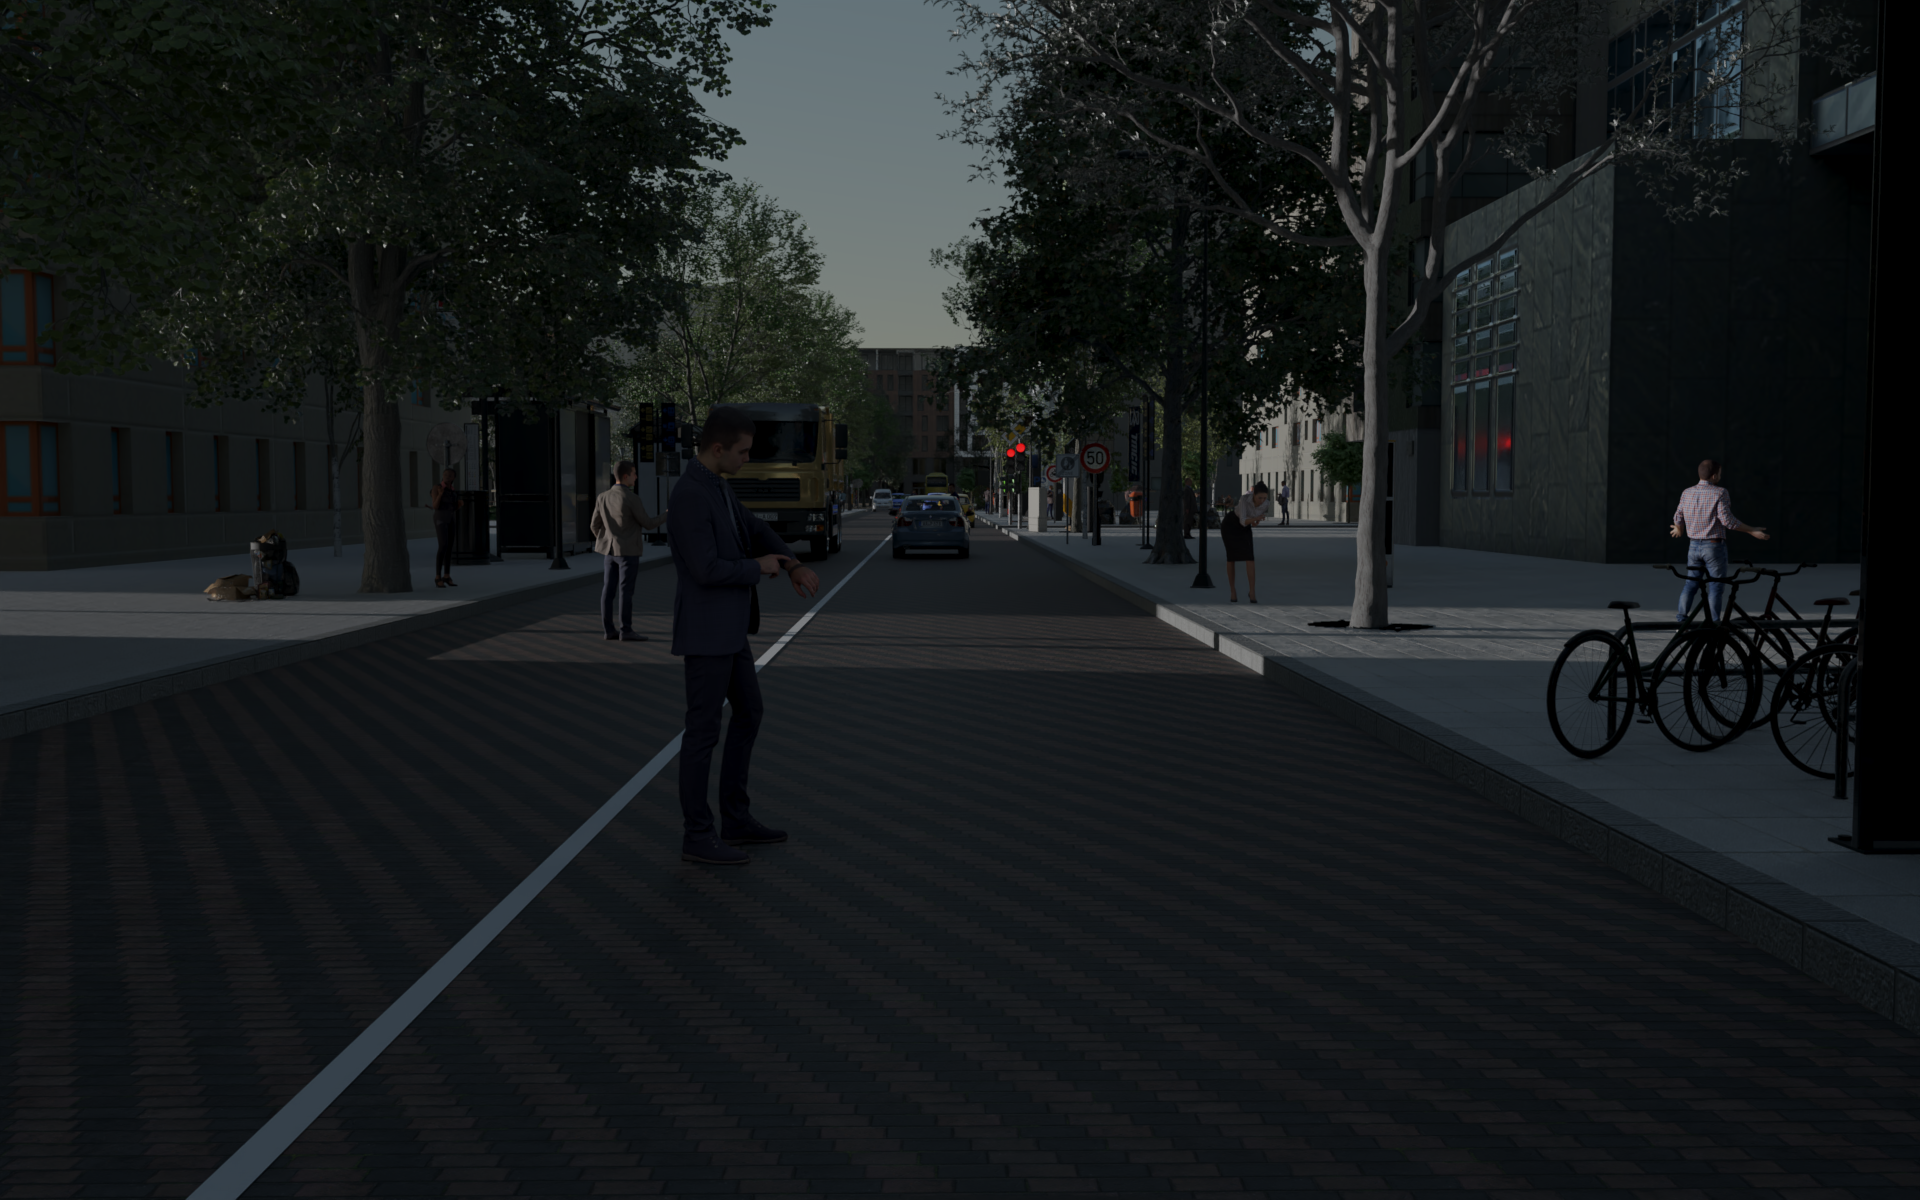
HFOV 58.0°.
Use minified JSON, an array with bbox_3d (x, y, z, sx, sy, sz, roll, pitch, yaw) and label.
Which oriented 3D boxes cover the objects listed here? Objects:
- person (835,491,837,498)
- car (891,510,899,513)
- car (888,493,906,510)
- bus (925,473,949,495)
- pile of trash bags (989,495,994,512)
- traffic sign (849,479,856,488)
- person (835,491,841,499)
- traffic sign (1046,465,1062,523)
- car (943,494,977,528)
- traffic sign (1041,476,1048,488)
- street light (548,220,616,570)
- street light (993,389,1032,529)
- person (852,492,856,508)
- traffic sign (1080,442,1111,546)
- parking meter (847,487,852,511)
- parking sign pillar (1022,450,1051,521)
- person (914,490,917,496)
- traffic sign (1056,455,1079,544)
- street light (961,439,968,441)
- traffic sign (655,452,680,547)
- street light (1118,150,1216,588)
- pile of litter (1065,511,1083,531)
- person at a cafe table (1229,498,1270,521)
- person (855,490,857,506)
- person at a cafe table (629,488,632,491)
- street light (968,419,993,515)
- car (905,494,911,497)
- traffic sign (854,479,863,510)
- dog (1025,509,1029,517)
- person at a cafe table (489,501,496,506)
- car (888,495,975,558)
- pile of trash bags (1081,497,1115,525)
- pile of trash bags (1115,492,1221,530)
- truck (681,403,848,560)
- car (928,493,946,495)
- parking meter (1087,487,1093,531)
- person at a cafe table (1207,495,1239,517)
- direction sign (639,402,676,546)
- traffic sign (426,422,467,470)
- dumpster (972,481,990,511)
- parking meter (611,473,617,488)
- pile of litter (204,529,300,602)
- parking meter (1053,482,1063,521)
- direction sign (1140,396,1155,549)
[{"bbox_3d":[-14.182,-11.823,199.881,0.750,1.759,0.617,3,5,41],"label":"person"},{"bbox_3d":[-1.102,-2.410,51.978,1.945,1.354,3.894,0,4,-1],"label":"car"},{"bbox_3d":[-5.636,-9.065,157.809,1.945,1.707,3.694,0,4,1],"label":"car"},{"bbox_3d":[-2.675,-12.737,199.793,2.896,3.916,12.252,0,4,-1],"label":"bus"},{"bbox_3d":[2.874,-6.873,122.124,1.912,1.369,3.447,1,4,13],"label":"pile of trash bags"},{"bbox_3d":[-8.934,-8.933,146.052,0.884,2.594,0.081,0,4,0],"label":"traffic sign"},{"bbox_3d":[-13.220,-11.137,188.919,1.217,1.735,0.721,-2,4,-24],"label":"person"},{"bbox_3d":[4.144,-4.624,75.706,0.768,2.556,0.104,0,4,5],"label":"traffic sign"},{"bbox_3d":[-0.261,-3.929,74.471,2.015,1.641,3.980,0,4,-2],"label":"car"},{"bbox_3d":[4.624,-5.778,96.594,0.606,2.300,0.079,0,4,3],"label":"traffic sign"},{"bbox_3d":[-6.283,-3.474,29.342,1.470,5.913,1.316,0,4,-1],"label":"street light"},{"bbox_3d":[2.048,-5.549,63.261,1.470,5.913,1.316,0,4,-1],"label":"street light"},{"bbox_3d":[-10.170,-9.616,164.091,0.721,1.723,1.217,-2,4,-33],"label":"person"},{"bbox_3d":[3.330,-2.607,42.726,0.768,2.556,0.104,0,4,4],"label":"traffic sign"},{"bbox_3d":[-8.528,-7.834,133.799,0.255,1.863,0.399,1,4,14],"label":"parking meter"},{"bbox_3d":[3.728,-5.860,84.278,1.447,3.967,1.447,0,4,1],"label":"parking sign pillar"},{"bbox_3d":[-4.761,-10.513,180.318,1.348,1.831,0.705,2,4,34],"label":"person"},{"bbox_3d":[2.740,-2.569,44.137,0.606,2.300,0.079,0,4,2],"label":"traffic sign"},{"bbox_3d":[0.775,-10.677,147.101,1.470,5.913,1.316,0,4,-1],"label":"street light"},{"bbox_3d":[-7.046,-2.427,41.812,0.606,2.300,0.079,0,4,3],"label":"traffic sign"},{"bbox_3d":[2.784,-3.119,23.543,1.470,5.913,1.316,0,4,-1],"label":"street light"},{"bbox_3d":[4.238,-2.855,60.640,1.176,0.858,1.719,1,4,20],"label":"pile of litter"},{"bbox_3d":[14.107,-4.567,83.182,1.698,1.524,1.622,-3,5,-42],"label":"person at a cafe table"},{"bbox_3d":[-11.015,-10.959,185.746,0.617,1.759,0.750,-2,4,-25],"label":"person"},{"bbox_3d":[-13.627,-3.943,72.985,1.622,1.524,1.698,0,4,-5],"label":"person at a cafe table"},{"bbox_3d":[1.385,-8.239,107.245,1.470,5.913,1.316,0,4,-1],"label":"street light"},{"bbox_3d":[-5.918,-11.097,193.439,2.014,1.417,4.499,0,4,1],"label":"car"},{"bbox_3d":[-8.401,-8.749,143.148,0.768,2.556,0.104,0,4,3],"label":"traffic sign"},{"bbox_3d":[3.588,-4.708,91.352,0.800,0.831,0.513,2,4,29],"label":"dog"},{"bbox_3d":[-36.237,-7.490,133.326,1.698,1.238,1.726,3,5,43],"label":"person at a cafe table"},{"bbox_3d":[-0.662,-1.711,39.974,2.014,1.417,4.499,0,4,-1],"label":"car"},{"bbox_3d":[6.070,-3.877,73.149,3.447,1.369,1.912,2,4,29],"label":"pile of trash bags"},{"bbox_3d":[7.730,-3.272,63.245,3.447,1.369,1.912,-1,4,-21],"label":"pile of trash bags"},{"bbox_3d":[-4.147,-2.676,39.677,3.469,3.379,9.791,0,4,-1],"label":"truck"},{"bbox_3d":[-1.333,-5.702,102.825,1.945,1.707,3.694,0,4,0],"label":"car"},{"bbox_3d":[4.461,-3.101,59.111,0.372,1.533,0.369,0,3,0],"label":"parking meter"},{"bbox_3d":[14.810,-5.322,97.883,1.726,1.238,1.698,-1,4,-16],"label":"person at a cafe table"},{"bbox_3d":[-7.482,-3.114,42.916,0.876,3.537,0.379,0,4,-7],"label":"direction sign"},{"bbox_3d":[-9.099,-1.871,30.705,0.768,2.556,0.104,1,4,9],"label":"traffic sign"},{"bbox_3d":[1.680,-7.957,132.595,1.502,2.255,1.985,0,4,-1],"label":"dumpster"},{"bbox_3d":[-9.269,-2.490,46.420,0.399,1.863,0.255,1,4,9],"label":"parking meter"},{"bbox_3d":[-8.786,-0.453,21.366,1.176,0.858,1.719,1,4,9],"label":"pile of litter"},{"bbox_3d":[4.663,-4.689,82.371,0.399,1.863,0.255,-3,4,-38],"label":"parking meter"},{"bbox_3d":[4.370,-2.947,40.177,0.379,3.537,0.876,-1,4,-10],"label":"direction sign"}]
